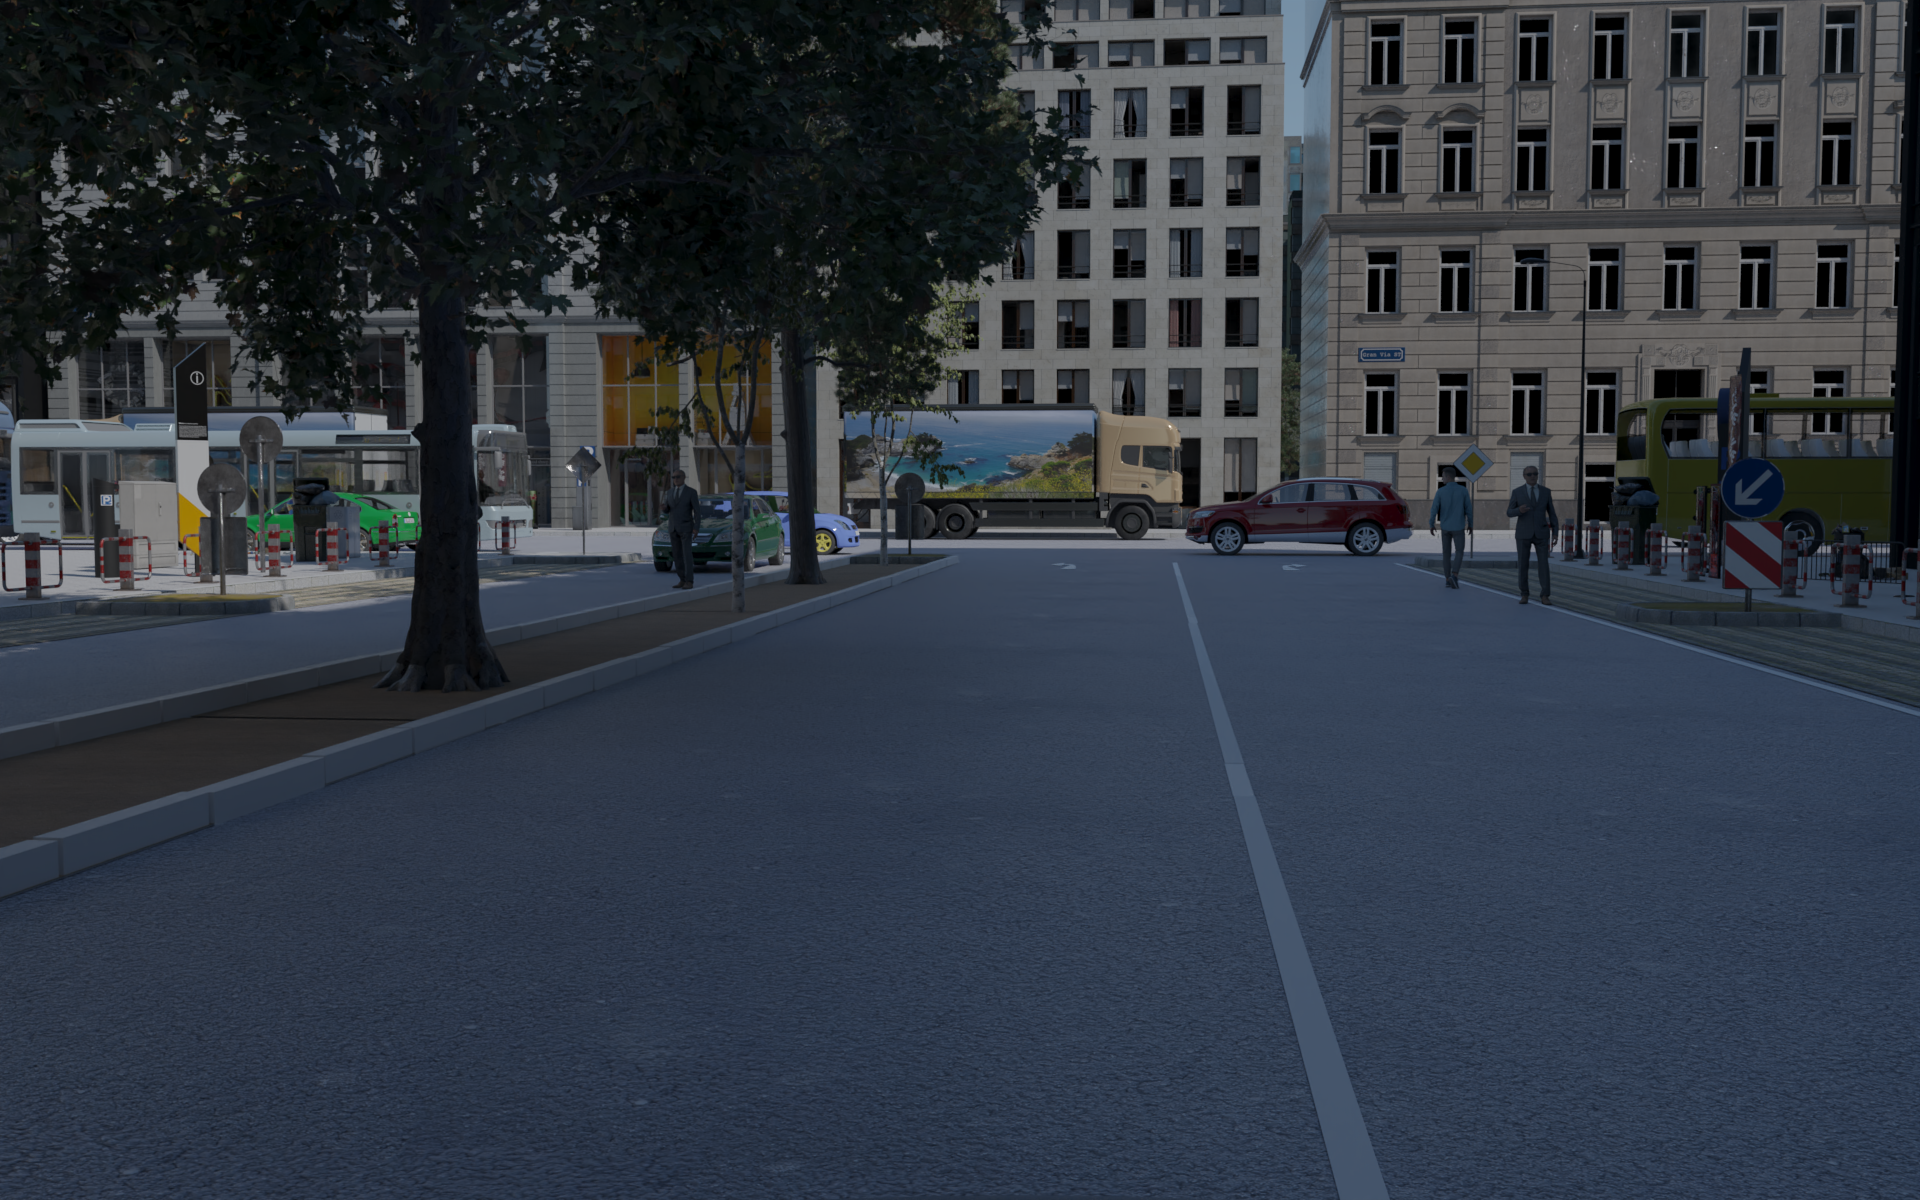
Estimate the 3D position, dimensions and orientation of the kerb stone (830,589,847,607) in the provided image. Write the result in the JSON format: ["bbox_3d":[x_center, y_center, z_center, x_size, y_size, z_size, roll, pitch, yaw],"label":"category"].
[{"bbox_3d":[-1.631,-0.003,22.279,0.120,0.150,1.000,0,4,6],"label":"kerb stone"}]

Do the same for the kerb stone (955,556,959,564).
[{"bbox_3d":[-0.146,-0.816,35.552,0.120,0.150,1.000,0,4,6],"label":"kerb stone"}]

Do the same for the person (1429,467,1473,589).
[{"bbox_3d":[7.473,-1.106,26.441,0.638,1.841,0.748,2,4,29],"label":"person"}]

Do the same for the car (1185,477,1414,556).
[{"bbox_3d":[7.983,-1.972,40.918,5.304,1.827,2.281,0,4,8],"label":"car"}]

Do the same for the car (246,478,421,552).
[{"bbox_3d":[-14.997,-1.934,40.420,4.718,1.807,1.959,0,4,6],"label":"car"}]

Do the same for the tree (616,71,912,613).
[{"bbox_3d":[-2.659,-4.161,20.853,4.360,8.622,3.978,0,3,0],"label":"tree"}]

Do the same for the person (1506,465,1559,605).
[{"bbox_3d":[7.430,-0.842,22.449,0.661,1.801,0.590,1,4,10],"label":"person"}]

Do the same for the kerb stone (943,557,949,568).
[{"bbox_3d":[-0.378,-0.692,33.515,0.120,0.150,1.000,0,4,6],"label":"kerb stone"}]

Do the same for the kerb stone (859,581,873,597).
[{"bbox_3d":[-1.405,-0.128,24.326,0.120,0.150,1.000,0,4,6],"label":"kerb stone"}]

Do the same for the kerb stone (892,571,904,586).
[{"bbox_3d":[-1.053,-0.316,27.383,0.120,0.150,1.000,0,4,6],"label":"kerb stone"}]

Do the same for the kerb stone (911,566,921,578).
[{"bbox_3d":[-0.838,-0.442,29.428,0.120,0.150,1.000,0,4,6],"label":"kerb stone"}]

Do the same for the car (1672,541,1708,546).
[{"bbox_3d":[20.879,-2.078,46.552,3.894,1.354,1.945,0,4,7],"label":"car"}]

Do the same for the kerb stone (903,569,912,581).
[{"bbox_3d":[-0.950,-0.380,28.410,0.120,0.150,1.000,0,4,6],"label":"kerb stone"}]

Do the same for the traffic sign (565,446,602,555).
[{"bbox_3d":[-7.935,-2.010,36.506,0.795,2.450,0.064,0,4,6],"label":"traffic sign"}]

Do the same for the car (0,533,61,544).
[{"bbox_3d":[-24.743,-2.468,49.023,5.304,1.827,2.281,0,4,5],"label":"car"}]

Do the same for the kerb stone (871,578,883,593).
[{"bbox_3d":[-1.299,-0.193,25.348,0.120,0.150,1.000,0,4,6],"label":"kerb stone"}]

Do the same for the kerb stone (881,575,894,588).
[{"bbox_3d":[-1.183,-0.255,26.366,0.120,0.150,1.000,0,4,6],"label":"kerb stone"}]

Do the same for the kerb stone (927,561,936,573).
[{"bbox_3d":[-0.603,-0.564,31.477,0.120,0.150,1.000,0,4,6],"label":"kerb stone"}]

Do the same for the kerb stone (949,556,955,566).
[{"bbox_3d":[-0.258,-0.752,34.533,0.120,0.150,1.000,0,4,6],"label":"kerb stone"}]

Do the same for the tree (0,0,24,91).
[{"bbox_3d":[-5.049,-4.829,3.466,6.751,12.117,7.091,0,3,0],"label":"tree"}]

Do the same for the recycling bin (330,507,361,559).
[{"bbox_3d":[-12.519,-1.359,34.775,0.722,1.027,0.722,0,4,2],"label":"recycling bin"}]

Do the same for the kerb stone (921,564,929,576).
[{"bbox_3d":[-0.717,-0.505,30.453,0.120,0.150,1.000,0,4,6],"label":"kerb stone"}]

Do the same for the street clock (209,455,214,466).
[{"bbox_3d":[-13.707,-1.639,31.361,0.358,2.002,0.471,0,4,6],"label":"street clock"}]

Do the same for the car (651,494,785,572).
[{"bbox_3d":[-4.603,-1.328,33.513,2.131,1.459,4.920,0,4,5],"label":"car"}]

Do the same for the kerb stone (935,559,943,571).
[{"bbox_3d":[-0.495,-0.630,32.496,0.120,0.150,1.000,0,4,6],"label":"kerb stone"}]

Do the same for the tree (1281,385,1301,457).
[{"bbox_3d":[21.873,-9.592,107.186,4.360,8.622,3.978,0,3,0],"label":"tree"}]

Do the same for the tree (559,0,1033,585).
[{"bbox_3d":[-2.647,-7.185,27.354,7.806,13.903,7.818,0,3,0],"label":"tree"}]

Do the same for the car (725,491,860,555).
[{"bbox_3d":[-4.245,-1.946,41.406,3.694,1.707,1.945,0,4,5],"label":"car"}]

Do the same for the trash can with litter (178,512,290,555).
[{"bbox_3d":[-15.418,-1.572,36.762,2.233,1.210,1.678,0,4,4],"label":"trash can with litter"}]

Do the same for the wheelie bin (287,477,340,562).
[{"bbox_3d":[-12.325,-1.535,33.002,0.980,1.594,0.693,-1,4,-13],"label":"wheelie bin"}]

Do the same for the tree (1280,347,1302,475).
[{"bbox_3d":[23.186,-12.548,127.210,6.751,12.117,7.091,0,3,0],"label":"tree"}]

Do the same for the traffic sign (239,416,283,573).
[{"bbox_3d":[-11.385,-1.719,28.214,0.768,2.556,0.104,1,4,9],"label":"traffic sign"}]

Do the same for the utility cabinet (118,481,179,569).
[{"bbox_3d":[-13.961,-1.294,29.842,0.318,1.500,1.173,1,4,9],"label":"utility cabinet"}]

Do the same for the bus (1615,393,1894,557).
[{"bbox_3d":[21.346,-2.895,38.879,12.252,3.916,2.896,0,4,5],"label":"bus"}]

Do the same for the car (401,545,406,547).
[{"bbox_3d":[-16.519,-2.240,46.208,3.694,1.707,1.945,0,4,6],"label":"car"}]

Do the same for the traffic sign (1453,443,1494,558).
[{"bbox_3d":[10.194,-1.885,34.465,0.795,2.450,0.064,0,4,6],"label":"traffic sign"}]

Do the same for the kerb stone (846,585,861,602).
[{"bbox_3d":[-1.515,-0.065,23.307,0.120,0.150,1.000,0,4,6],"label":"kerb stone"}]

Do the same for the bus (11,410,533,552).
[{"bbox_3d":[-16.570,-2.946,43.030,13.247,3.499,2.948,0,4,6],"label":"bus"}]

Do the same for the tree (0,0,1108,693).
[{"bbox_3d":[-3.799,-5.700,12.655,9.611,12.733,9.660,0,3,0],"label":"tree"}]

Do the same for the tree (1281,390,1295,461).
[{"bbox_3d":[24.038,-13.110,140.099,9.928,11.665,9.643,0,3,0],"label":"tree"}]

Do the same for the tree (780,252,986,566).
[{"bbox_3d":[-1.490,-4.952,33.784,4.737,8.622,4.395,0,3,0],"label":"tree"}]
